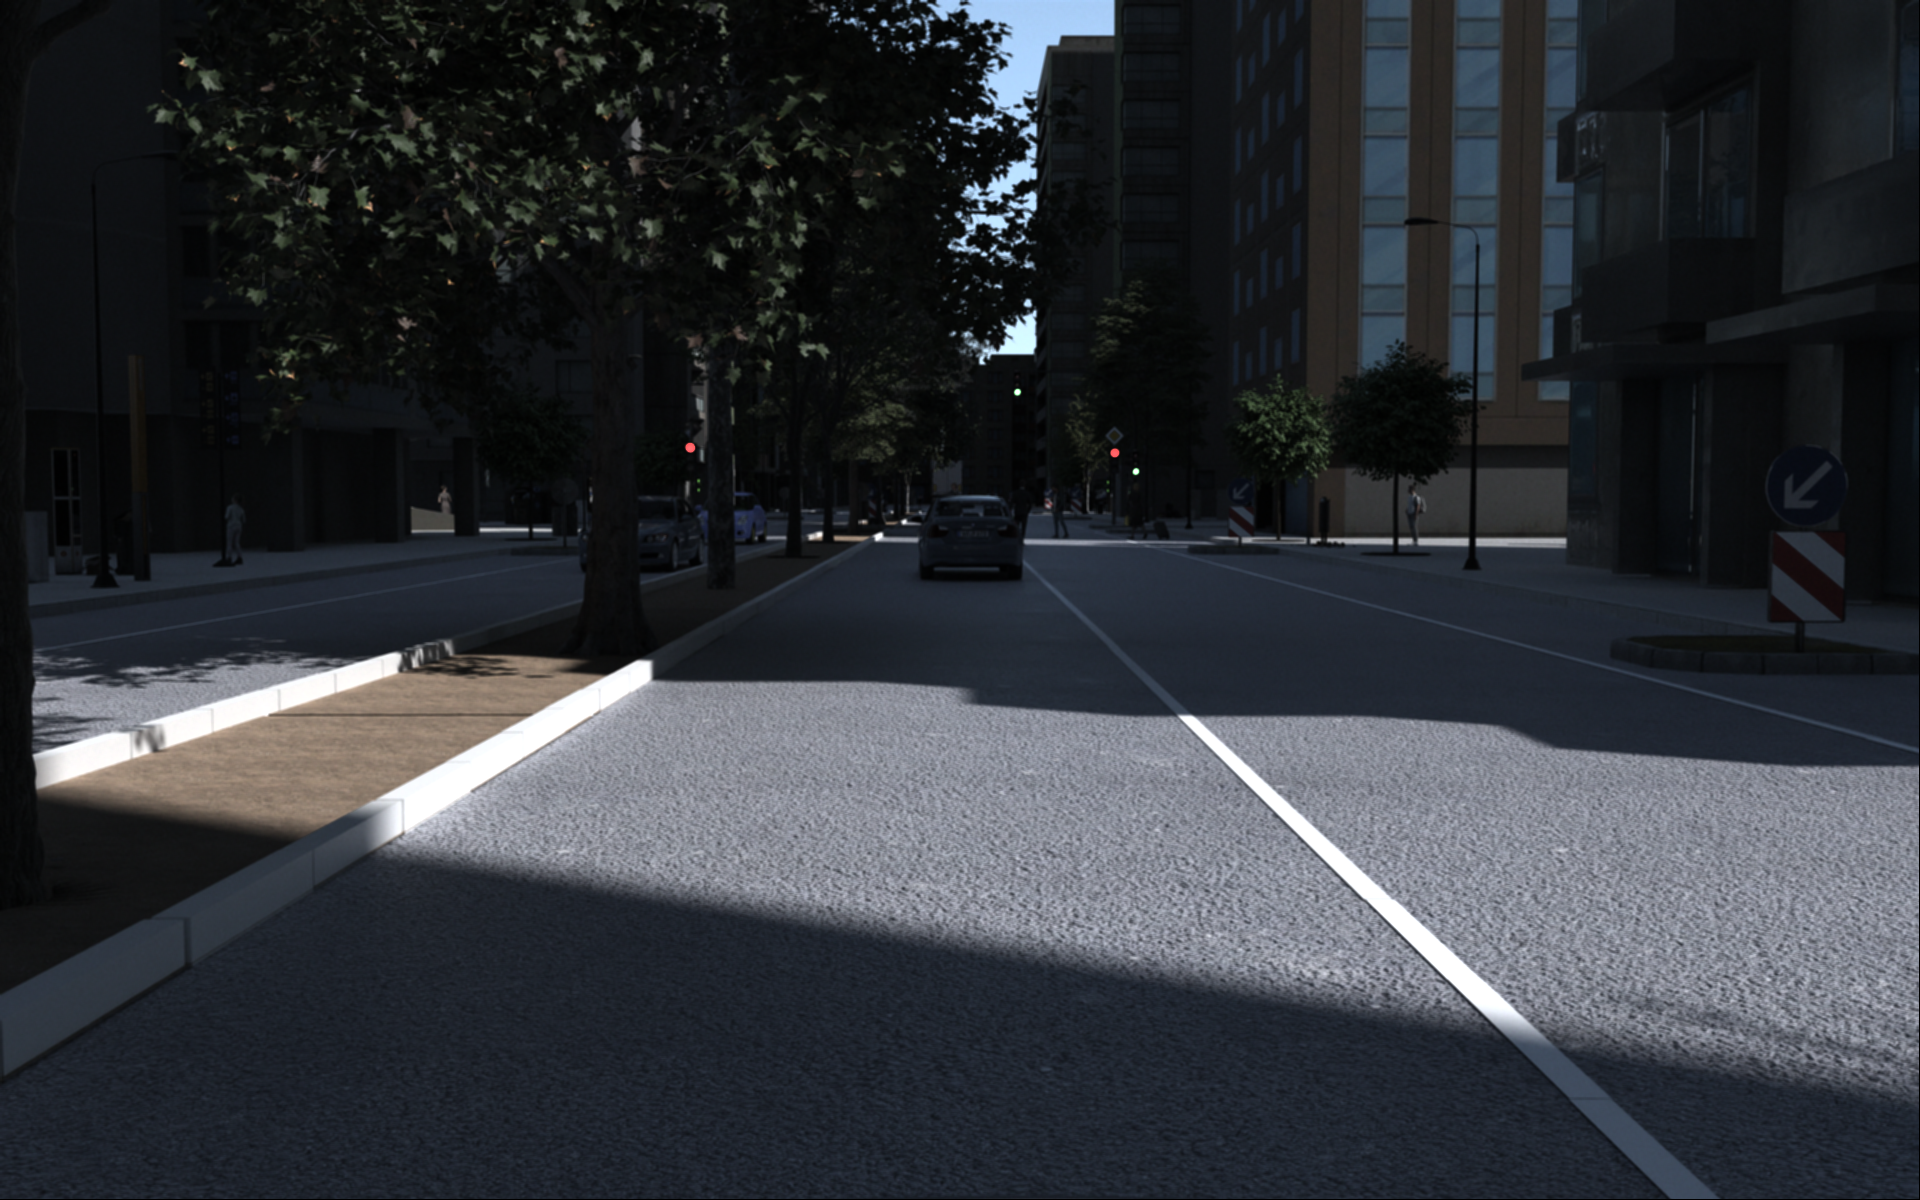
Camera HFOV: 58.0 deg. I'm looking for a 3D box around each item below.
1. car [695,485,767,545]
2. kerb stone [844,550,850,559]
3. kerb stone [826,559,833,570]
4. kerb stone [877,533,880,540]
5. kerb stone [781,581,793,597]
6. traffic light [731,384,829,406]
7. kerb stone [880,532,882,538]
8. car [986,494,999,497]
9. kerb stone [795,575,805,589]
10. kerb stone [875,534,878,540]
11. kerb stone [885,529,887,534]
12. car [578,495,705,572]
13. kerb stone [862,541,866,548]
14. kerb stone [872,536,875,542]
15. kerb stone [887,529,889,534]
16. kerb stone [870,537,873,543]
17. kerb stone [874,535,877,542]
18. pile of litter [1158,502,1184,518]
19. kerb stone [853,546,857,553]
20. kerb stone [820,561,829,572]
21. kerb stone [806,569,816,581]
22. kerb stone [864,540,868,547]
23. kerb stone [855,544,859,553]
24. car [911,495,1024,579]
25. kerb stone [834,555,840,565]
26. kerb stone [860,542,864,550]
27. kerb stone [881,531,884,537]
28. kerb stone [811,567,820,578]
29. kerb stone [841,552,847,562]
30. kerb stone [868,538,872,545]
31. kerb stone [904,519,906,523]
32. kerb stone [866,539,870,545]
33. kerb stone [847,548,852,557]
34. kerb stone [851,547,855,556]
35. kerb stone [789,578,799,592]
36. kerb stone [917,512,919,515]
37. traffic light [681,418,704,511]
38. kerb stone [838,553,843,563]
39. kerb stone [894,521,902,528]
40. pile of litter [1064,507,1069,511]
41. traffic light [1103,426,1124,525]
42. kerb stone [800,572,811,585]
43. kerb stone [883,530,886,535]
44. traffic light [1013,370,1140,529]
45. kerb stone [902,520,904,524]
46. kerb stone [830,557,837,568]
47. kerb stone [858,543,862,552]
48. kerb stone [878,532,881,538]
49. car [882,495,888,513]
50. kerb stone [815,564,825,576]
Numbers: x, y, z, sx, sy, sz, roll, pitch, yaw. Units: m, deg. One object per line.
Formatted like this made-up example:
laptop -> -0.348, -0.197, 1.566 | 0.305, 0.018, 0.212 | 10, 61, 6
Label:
car -> -6.638, -2.480, 50.147 | 1.945, 1.707, 3.694 | 0, 4, 1
kerb stone -> -2.539, -0.938, 37.537 | 0.120, 0.150, 1.000 | 0, 4, 0
kerb stone -> -2.519, -0.624, 32.400 | 0.120, 0.150, 1.000 | 0, 4, 0
kerb stone -> -2.617, -1.879, 52.915 | 0.120, 0.150, 1.000 | 0, 4, 0
kerb stone -> -2.481, -0.123, 24.206 | 0.120, 0.150, 1.000 | 0, 4, 0
traffic light -> -7.797, -5.938, 71.754 | 4.771, 5.953, 1.251 | 0, 4, 0
kerb stone -> -2.630, -2.005, 54.972 | 0.120, 0.150, 1.000 | 0, 4, 0
car -> 3.232, -9.975, 175.099 | 2.014, 1.417, 4.499 | 0, 4, 1
kerb stone -> -2.489, -0.245, 26.256 | 0.120, 0.150, 1.000 | 0, 4, 0
kerb stone -> -2.608, -1.816, 51.893 | 0.120, 0.150, 1.000 | 0, 4, 0
kerb stone -> -2.644, -2.254, 59.074 | 0.120, 0.150, 1.000 | 0, 4, 0
car -> -6.063, -1.309, 33.405 | 2.014, 1.417, 4.499 | 0, 4, 2
kerb stone -> -2.576, -1.377, 44.703 | 0.120, 0.150, 1.000 | 0, 4, 0
kerb stone -> -2.598, -1.691, 49.843 | 0.120, 0.150, 1.000 | 0, 4, 0
kerb stone -> -2.643, -2.315, 60.104 | 0.120, 0.150, 1.000 | 0, 4, 0
kerb stone -> -2.599, -1.624, 48.801 | 0.120, 0.150, 1.000 | 0, 4, 0
kerb stone -> -2.606, -1.754, 50.871 | 0.120, 0.150, 1.000 | 0, 4, 0
pile of litter -> 11.049, -4.781, 92.140 | 1.719, 0.858, 1.176 | 1, 4, 9
kerb stone -> -2.557, -1.125, 40.609 | 0.120, 0.150, 1.000 | 0, 4, 0
kerb stone -> -2.522, -0.561, 31.378 | 0.120, 0.150, 1.000 | 0, 4, 0
kerb stone -> -2.494, -0.374, 28.312 | 0.120, 0.150, 1.000 | 0, 4, 0
kerb stone -> -2.579, -1.439, 45.725 | 0.120, 0.150, 1.000 | 0, 4, 0
kerb stone -> -2.567, -1.189, 41.631 | 0.120, 0.150, 1.000 | 0, 4, 0
car -> 0.146, -1.128, 30.444 | 2.014, 1.417, 4.499 | 0, 4, -2
kerb stone -> -2.522, -0.750, 34.452 | 0.120, 0.150, 1.000 | 0, 4, 0
kerb stone -> -2.563, -1.314, 43.675 | 0.120, 0.150, 1.000 | 0, 4, 0
kerb stone -> -2.627, -2.068, 56.000 | 0.120, 0.150, 1.000 | 0, 4, 0
kerb stone -> -2.506, -0.428, 29.335 | 0.120, 0.150, 1.000 | 0, 4, 0
kerb stone -> -2.526, -0.876, 36.514 | 0.120, 0.150, 1.000 | 0, 4, 0
kerb stone -> -2.592, -1.562, 47.777 | 0.120, 0.150, 1.000 | 0, 4, 0
kerb stone -> -2.739, -3.605, 81.141 | 0.120, 0.150, 1.000 | 0, 4, 0
kerb stone -> -2.587, -1.502, 46.752 | 0.120, 0.150, 1.000 | 0, 4, 0
kerb stone -> -2.540, -1.001, 38.561 | 0.120, 0.150, 1.000 | 0, 4, 0
kerb stone -> -2.544, -1.063, 39.587 | 0.120, 0.150, 1.000 | 0, 4, 0
kerb stone -> -2.486, -0.183, 25.230 | 0.120, 0.150, 1.000 | 0, 4, 0
kerb stone -> -2.885, -5.425, 110.888 | 0.120, 0.150, 1.000 | 0, 4, 0
traffic light -> -9.852, -4.575, 63.724 | 0.839, 4.253, 0.868 | 0, 4, 0
kerb stone -> -2.535, -0.813, 35.492 | 0.120, 0.150, 1.000 | 0, 4, 0
kerb stone -> -2.715, -3.278, 76.006 | 0.120, 0.150, 1.000 | 0, 4, 0
pile of litter -> 8.680, -7.413, 135.162 | 1.719, 0.858, 1.176 | -2, 4, -35
traffic light -> 6.372, -5.069, 71.800 | 0.839, 4.253, 0.868 | 0, 4, 0
kerb stone -> -2.494, -0.308, 27.282 | 0.120, 0.150, 1.000 | 0, 4, 0
kerb stone -> -2.636, -2.192, 58.043 | 0.120, 0.150, 1.000 | 0, 4, 0
traffic light -> 4.318, -5.443, 63.664 | 4.771, 5.953, 1.251 | 0, 4, 0
kerb stone -> -2.728, -3.417, 78.062 | 0.120, 0.150, 1.000 | 0, 4, 0
kerb stone -> -2.522, -0.687, 33.426 | 0.120, 0.150, 1.000 | 0, 4, 0
kerb stone -> -2.567, -1.249, 42.653 | 0.120, 0.150, 1.000 | 0, 4, 0
kerb stone -> -2.613, -1.942, 53.942 | 0.120, 0.150, 1.000 | 0, 4, 0
car -> -6.573, -7.623, 134.421 | 2.009, 1.686, 4.222 | 0, 4, 1
kerb stone -> -2.511, -0.499, 30.356 | 0.120, 0.150, 1.000 | 0, 4, 0
